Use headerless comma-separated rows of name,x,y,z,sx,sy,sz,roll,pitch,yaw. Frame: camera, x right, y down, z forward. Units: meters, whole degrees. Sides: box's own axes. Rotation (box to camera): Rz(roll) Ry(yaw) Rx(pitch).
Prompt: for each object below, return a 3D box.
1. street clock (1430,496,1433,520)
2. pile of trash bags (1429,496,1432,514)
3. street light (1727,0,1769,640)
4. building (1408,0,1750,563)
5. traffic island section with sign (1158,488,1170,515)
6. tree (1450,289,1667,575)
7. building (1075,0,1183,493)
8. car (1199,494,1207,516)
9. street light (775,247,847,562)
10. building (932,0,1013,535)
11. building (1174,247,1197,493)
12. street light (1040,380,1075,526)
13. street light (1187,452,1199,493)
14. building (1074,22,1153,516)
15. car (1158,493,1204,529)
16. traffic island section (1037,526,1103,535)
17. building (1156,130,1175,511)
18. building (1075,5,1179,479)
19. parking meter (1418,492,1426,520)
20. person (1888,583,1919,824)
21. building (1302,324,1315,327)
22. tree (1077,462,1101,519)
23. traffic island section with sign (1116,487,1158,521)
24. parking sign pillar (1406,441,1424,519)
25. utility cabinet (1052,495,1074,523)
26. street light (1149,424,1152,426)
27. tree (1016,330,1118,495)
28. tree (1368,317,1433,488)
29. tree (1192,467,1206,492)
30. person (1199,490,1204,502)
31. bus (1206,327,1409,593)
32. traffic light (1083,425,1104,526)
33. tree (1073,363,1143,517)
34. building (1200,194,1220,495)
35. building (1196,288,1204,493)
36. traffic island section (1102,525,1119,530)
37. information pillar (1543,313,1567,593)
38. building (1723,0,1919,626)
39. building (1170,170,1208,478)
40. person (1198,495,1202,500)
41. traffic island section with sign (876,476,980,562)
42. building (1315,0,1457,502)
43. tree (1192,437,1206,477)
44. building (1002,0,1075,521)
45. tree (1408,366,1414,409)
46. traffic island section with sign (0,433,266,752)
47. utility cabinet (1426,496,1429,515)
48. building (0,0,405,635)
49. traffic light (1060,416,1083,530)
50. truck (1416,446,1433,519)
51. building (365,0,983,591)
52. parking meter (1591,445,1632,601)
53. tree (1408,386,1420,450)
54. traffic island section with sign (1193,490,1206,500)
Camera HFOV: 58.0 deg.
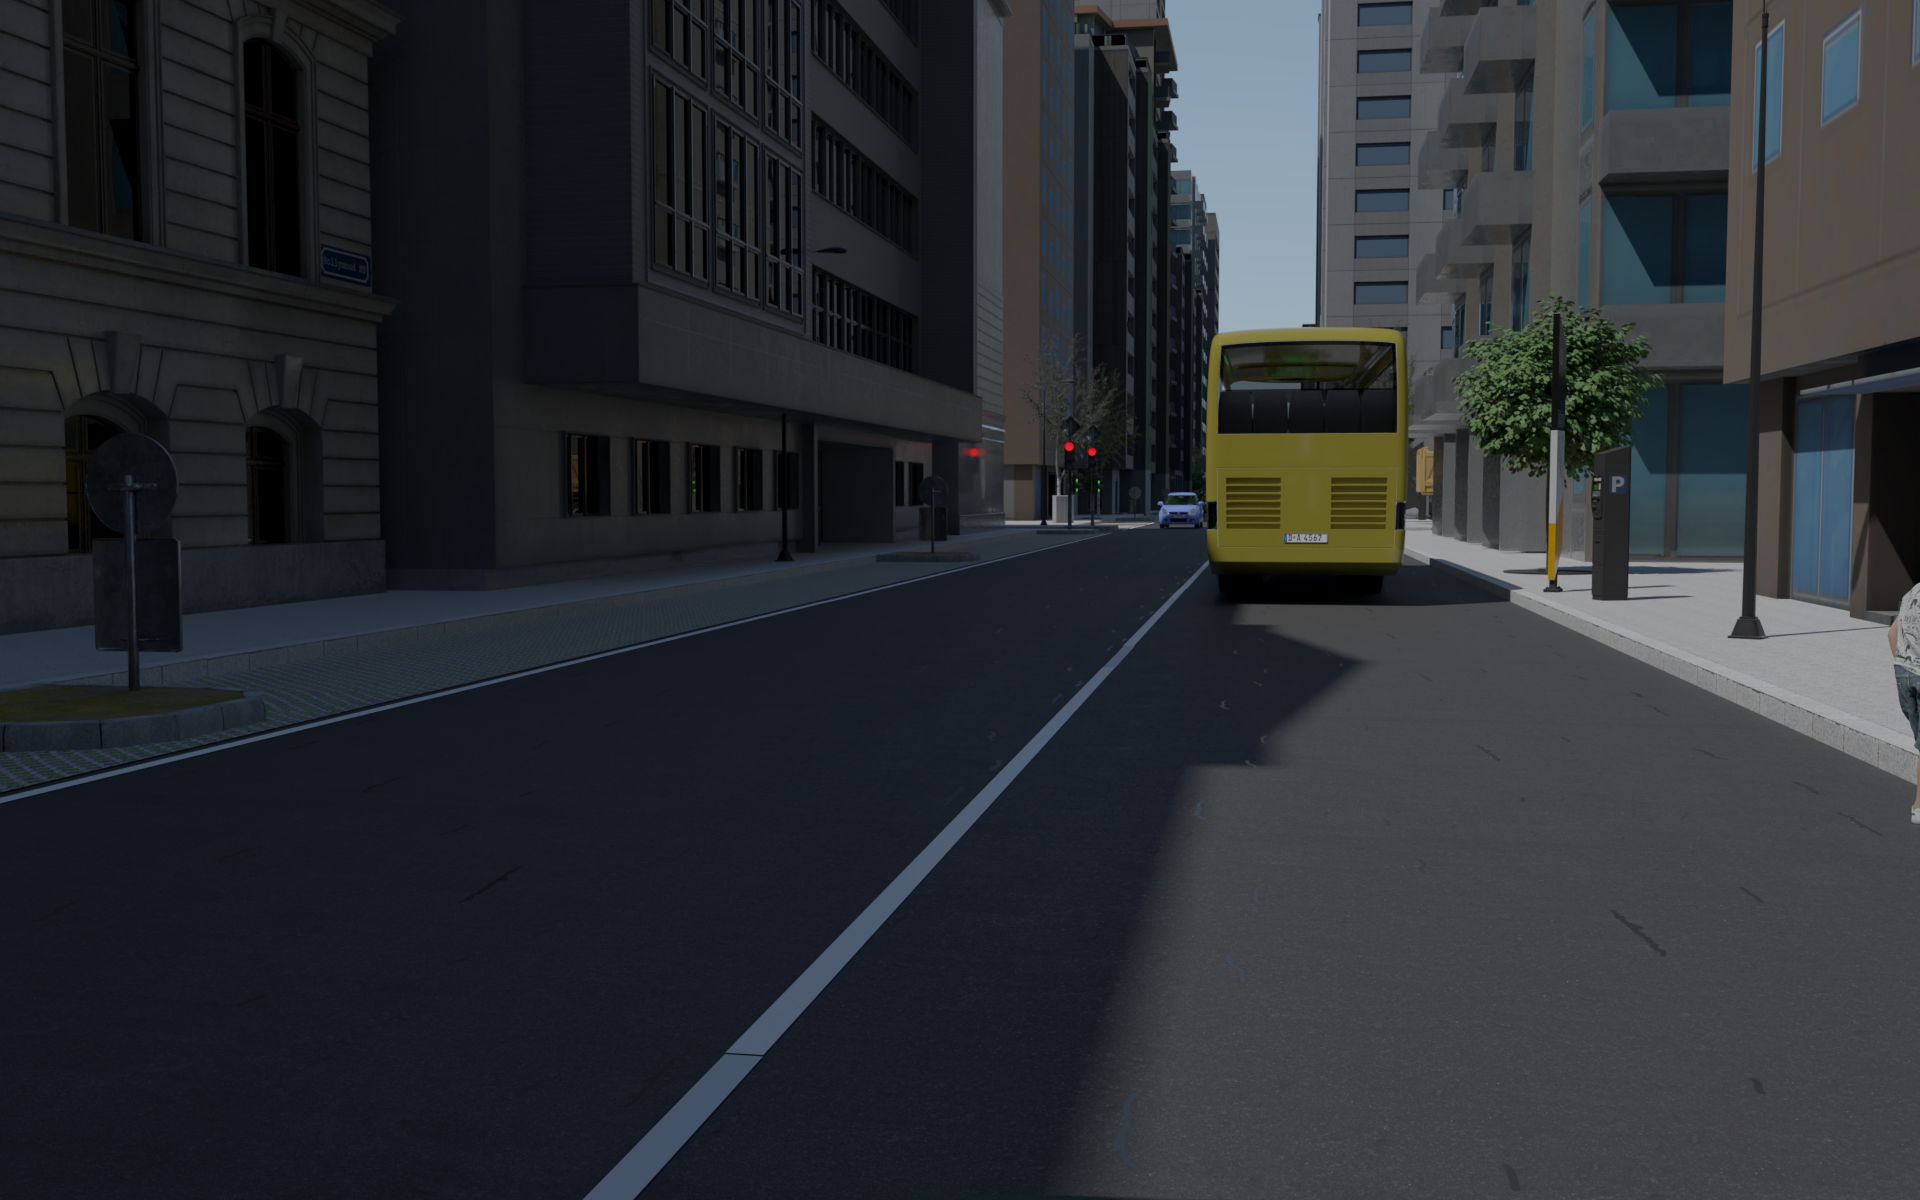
street clock,23.451,-4.978,85.953,0.358,2.002,0.471,3,5,42
pile of trash bags,28.082,-5.877,105.835,3.447,1.369,1.912,2,4,32
street light,6.488,-2.618,15.349,1.470,5.913,1.316,1,4,10
building,23.469,-25.846,42.195,23.786,49.044,30.456,1,4,10
traffic island section with sign,14.195,-6.766,119.255,1.989,1.847,2.006,1,4,10
tree,9.654,-2.709,28.009,4.285,4.588,4.351,0,3,0
building,13.331,-45.583,183.529,20.563,71.187,20.611,1,4,10
car,16.235,-6.233,110.712,1.959,1.807,4.718,1,4,10
street light,-2.810,-3.684,32.767,1.470,5.913,1.316,1,4,10
building,-7.956,-12.867,59.533,18.267,20.994,9.793,1,4,10
building,19.660,-26.272,201.246,14.160,30.474,14.107,1,4,10
street light,3.962,-5.996,70.570,1.470,5.913,1.316,1,4,10
street light,25.445,-13.279,189.649,1.470,5.913,1.316,1,4,10
building,4.752,-20.730,110.634,14.160,30.474,14.107,1,4,10
car,9.378,-3.896,73.295,1.945,1.707,3.694,1,4,11
traffic island section,3.929,-2.451,62.347,2.009,0.180,2.903,1,4,10
building,8.701,-22.090,132.880,14.160,30.474,14.107,1,4,10
building,8.546,-30.908,159.973,22.147,44.769,28.867,1,4,10
parking meter,22.681,-4.852,85.034,0.399,1.863,0.255,0,4,6
person,4.254,0.343,7.572,0.352,1.250,0.332,2,4,26
building,64.281,-31.754,290.874,14.160,30.474,14.107,1,4,10
tree,6.947,-5.870,90.568,1.663,3.219,1.824,0,3,0
traffic island section with sign,9.410,-5.144,92.726,1.989,1.847,2.006,1,4,10
parking sign pillar,22.955,-6.103,88.253,1.447,3.967,1.447,1,4,22
utility cabinet,4.593,-4.026,76.990,1.020,1.237,0.306,-3,4,-36
street light,12.001,-8.713,114.993,1.470,5.913,1.316,1,4,10
tree,4.700,-7.811,78.066,4.360,8.622,3.978,0,3,0
tree,17.953,-7.447,72.124,4.360,8.622,3.978,0,3,0
tree,28.438,-13.852,210.197,4.285,4.588,4.351,0,3,0
person,24.356,-10.252,175.745,1.348,1.869,0.705,1,4,13
bus,5.452,-2.228,27.981,2.896,3.916,12.252,1,4,10
traffic light,5.384,-4.963,70.064,0.839,4.253,0.868,1,4,10
tree,8.050,-9.069,98.636,4.737,8.622,4.395,0,3,0
building,31.126,-40.311,282.789,21.300,48.544,21.600,1,4,10
building,25.599,-28.340,235.057,14.160,30.474,14.107,1,4,10
traffic island section,5.346,-2.931,70.206,2.009,0.180,2.903,1,4,10
information pillar,7.821,-1.916,22.678,0.183,3.616,0.504,2,4,30
building,15.408,-22.195,12.999,14.600,45.320,14.200,1,4,10
building,25.135,-38.995,257.171,23.786,49.044,30.456,1,4,10
person,23.727,-10.049,173.360,0.990,1.755,0.434,0,4,0
traffic island section with sign,-0.618,-1.742,37.105,1.989,1.847,2.006,1,4,10
building,51.756,-40.227,199.705,21.231,58.520,28.212,1,4,10
tree,29.992,-16.357,217.797,4.360,8.622,3.978,0,3,0
building,-1.805,-26.837,88.891,14.600,45.320,14.200,1,4,10
tree,18.547,-7.815,78.130,4.737,8.622,4.395,0,3,0
traffic island section with sign,-5.412,-0.116,10.533,1.989,1.847,2.006,1,4,10
utility cabinet,24.157,-5.023,90.812,0.318,1.500,1.173,3,5,43
building,-15.543,-11.437,6.072,14.460,24.649,34.723,1,4,10
traffic light,3.967,-4.482,62.205,0.839,4.253,0.868,1,4,10
truck,21.663,-4.093,62.840,9.791,3.379,3.469,1,4,12
building,-8.876,-13.374,37.724,14.314,24.678,30.058,1,4,10
parking meter,7.839,-0.927,20.875,0.399,1.863,0.255,0,4,-8
tree,24.565,-10.419,104.759,7.601,10.594,8.767,2,4,35
traffic island section with sign,23.017,-9.757,168.147,1.989,1.847,2.006,1,4,10
